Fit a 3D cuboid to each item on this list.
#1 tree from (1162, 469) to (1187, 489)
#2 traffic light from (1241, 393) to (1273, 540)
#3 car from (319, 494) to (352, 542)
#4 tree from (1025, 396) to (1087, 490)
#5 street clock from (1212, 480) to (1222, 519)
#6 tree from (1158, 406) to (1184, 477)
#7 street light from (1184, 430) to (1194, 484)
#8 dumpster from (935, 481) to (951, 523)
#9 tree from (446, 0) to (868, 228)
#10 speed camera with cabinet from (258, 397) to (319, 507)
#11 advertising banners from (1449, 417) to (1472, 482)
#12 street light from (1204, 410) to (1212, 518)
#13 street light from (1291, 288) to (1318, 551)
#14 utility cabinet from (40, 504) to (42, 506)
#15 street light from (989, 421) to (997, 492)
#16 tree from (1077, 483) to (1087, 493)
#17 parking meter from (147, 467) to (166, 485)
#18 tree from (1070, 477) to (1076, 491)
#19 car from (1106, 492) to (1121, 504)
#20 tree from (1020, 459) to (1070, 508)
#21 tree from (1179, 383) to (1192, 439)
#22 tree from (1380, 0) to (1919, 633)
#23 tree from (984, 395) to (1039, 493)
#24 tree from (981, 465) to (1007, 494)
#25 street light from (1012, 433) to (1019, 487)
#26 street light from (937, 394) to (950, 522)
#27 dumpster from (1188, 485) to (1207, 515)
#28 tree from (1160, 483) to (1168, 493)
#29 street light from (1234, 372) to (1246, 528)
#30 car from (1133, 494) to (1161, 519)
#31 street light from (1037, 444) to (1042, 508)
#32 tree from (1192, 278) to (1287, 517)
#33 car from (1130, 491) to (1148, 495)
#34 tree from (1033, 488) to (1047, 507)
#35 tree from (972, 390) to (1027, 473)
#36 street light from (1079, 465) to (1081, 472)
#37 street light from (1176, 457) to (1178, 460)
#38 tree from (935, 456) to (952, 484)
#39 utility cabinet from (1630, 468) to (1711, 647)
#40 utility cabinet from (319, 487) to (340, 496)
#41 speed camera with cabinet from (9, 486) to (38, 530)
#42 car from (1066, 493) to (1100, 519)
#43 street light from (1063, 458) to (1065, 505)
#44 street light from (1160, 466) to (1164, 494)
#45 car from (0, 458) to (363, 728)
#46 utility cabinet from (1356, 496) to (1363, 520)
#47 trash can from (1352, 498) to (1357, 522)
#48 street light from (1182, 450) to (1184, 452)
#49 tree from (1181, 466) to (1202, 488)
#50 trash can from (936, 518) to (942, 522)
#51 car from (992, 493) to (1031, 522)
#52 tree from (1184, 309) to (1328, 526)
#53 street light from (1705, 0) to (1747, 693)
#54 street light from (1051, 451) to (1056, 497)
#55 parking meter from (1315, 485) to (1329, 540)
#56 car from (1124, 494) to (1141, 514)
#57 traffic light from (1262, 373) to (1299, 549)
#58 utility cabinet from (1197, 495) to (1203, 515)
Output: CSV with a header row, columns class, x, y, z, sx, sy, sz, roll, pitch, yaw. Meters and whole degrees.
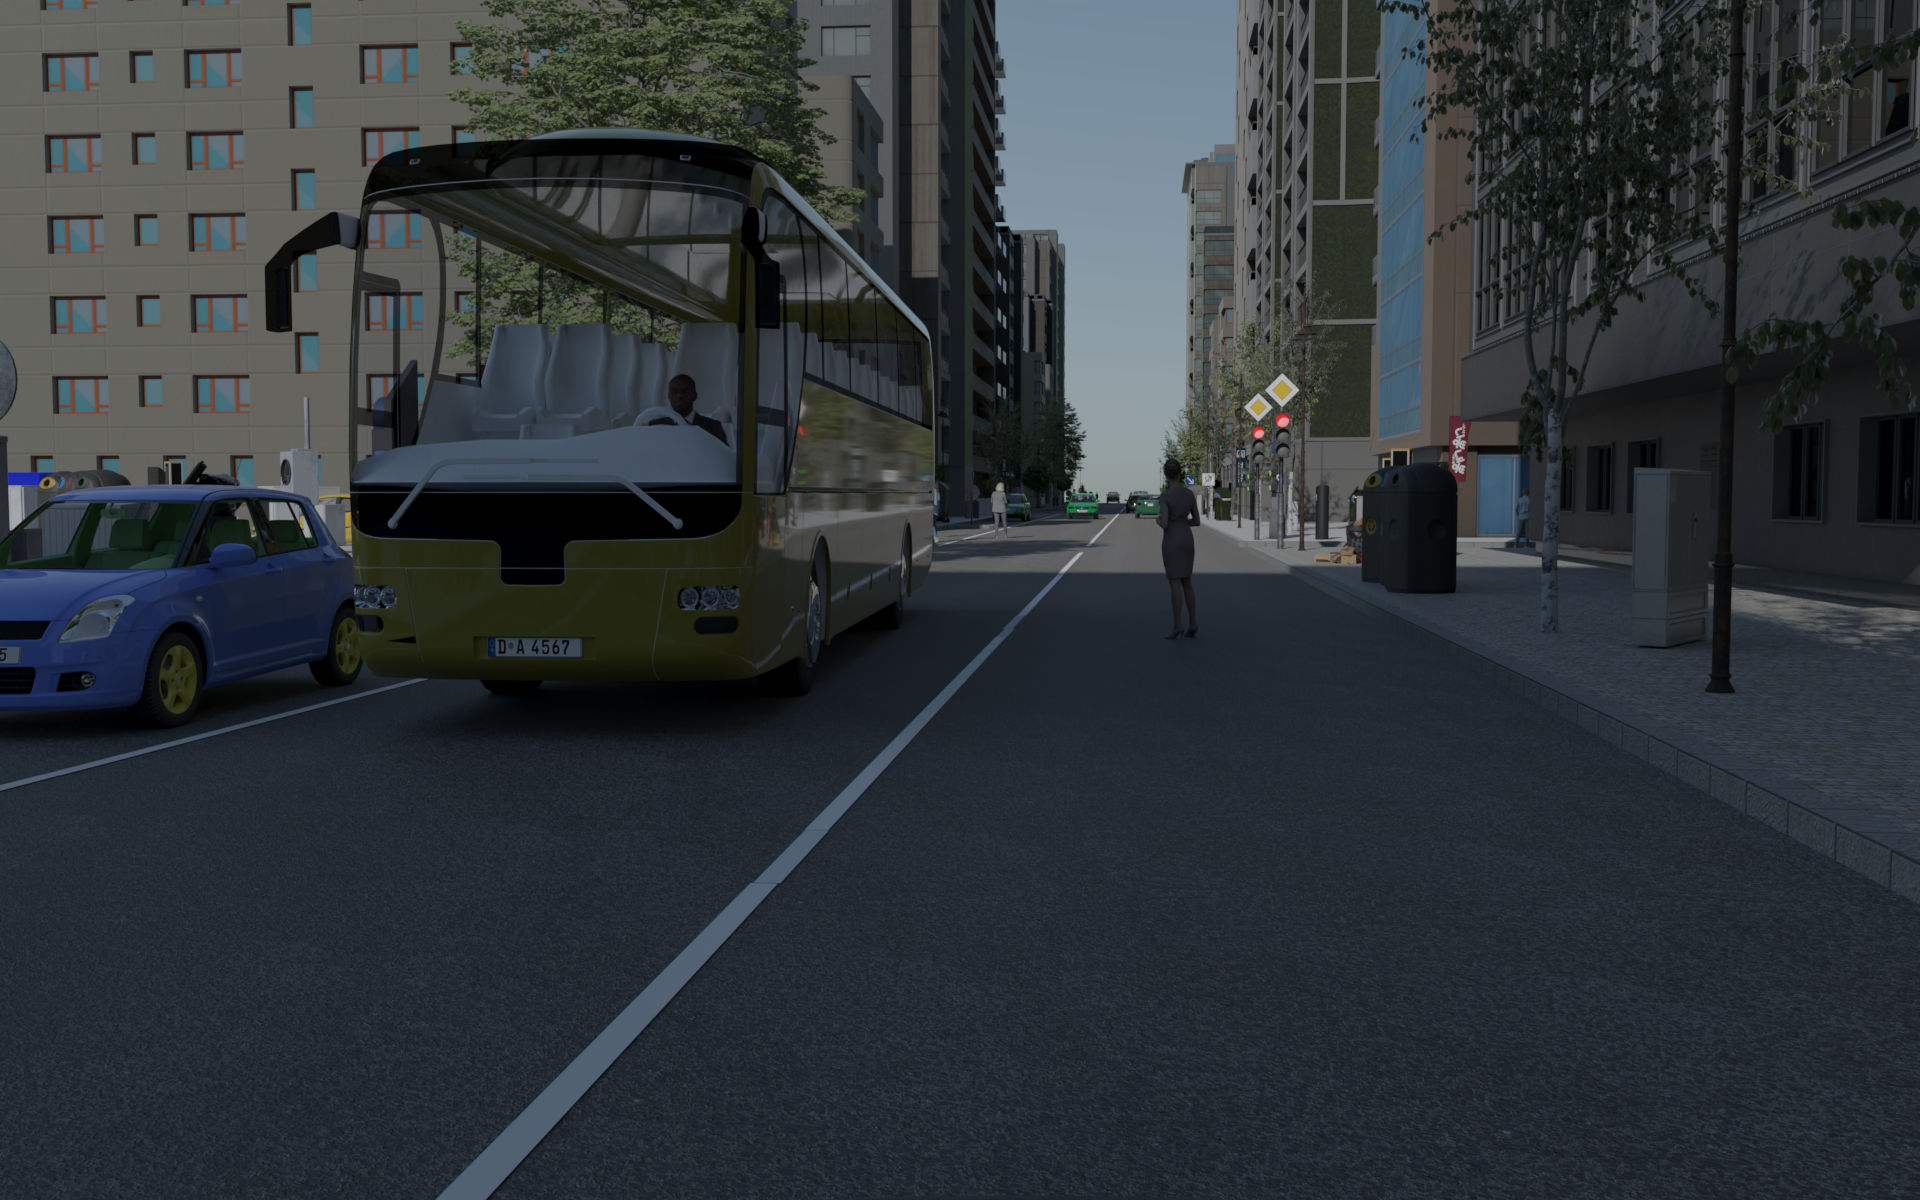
class,x,y,z,sx,sy,sz,roll,pitch,yaw
tree,23.679,-12.591,189.581,4.285,4.588,4.351,0,3,0
traffic light,8.279,-3.631,48.291,0.839,4.253,0.868,0,4,6
car,-16.782,-2.199,46.184,3.980,1.641,2.015,0,4,4
tree,11.411,-17.269,200.477,7.486,12.596,7.792,0,3,0
street clock,12.950,-5.065,87.376,0.471,2.002,0.358,2,4,27
tree,17.783,-10.976,129.828,4.737,8.622,4.395,0,3,0
street light,16.263,-9.141,122.246,0.468,5.910,1.993,0,4,6
dumpster,-1.110,-4.318,76.360,1.264,1.857,1.865,0,4,6
tree,-5.396,-6.916,31.198,7.486,12.596,7.792,0,3,0
speed camera with cabinet,-13.975,-2.545,35.939,0.660,3.252,2.038,-3,5,-42
advertising banners,10.448,-2.610,38.861,2.074,3.025,0.090,0,4,0
street light,13.408,-7.398,93.742,0.468,5.910,1.993,0,4,6
street light,7.749,-4.055,39.095,0.468,5.910,1.993,0,4,6
utility cabinet,-7.301,-0.213,14.640,1.020,1.237,0.306,2,4,27
street light,2.099,-8.226,107.277,0.468,5.910,1.993,0,4,6
tree,19.891,-17.500,280.730,1.663,3.219,1.824,0,3,0
parking meter,-17.322,-1.937,37.385,0.255,1.863,0.399,0,4,-5
tree,13.162,-14.526,221.214,4.285,4.588,4.351,0,3,0
car,23.385,-15.649,264.528,2.281,1.827,5.304,0,4,5
tree,7.228,-10.887,161.709,4.285,4.588,4.351,0,3,0
tree,14.633,-9.082,98.845,4.360,8.622,3.978,0,3,0
tree,5.712,-4.007,15.869,4.360,8.622,3.978,0,3,0
tree,3.785,-10.952,129.432,4.737,8.622,4.395,0,3,0
tree,2.480,-7.389,115.416,1.663,3.219,1.824,0,3,0
street light,3.990,-9.366,125.916,0.468,5.910,1.993,0,4,6
street light,-0.774,-6.511,79.238,0.468,5.910,1.993,0,4,6
dumpster,14.834,-6.292,108.627,1.264,1.857,1.865,0,4,6
tree,25.519,-13.145,209.516,1.663,3.219,1.824,0,3,0
street light,10.572,-5.661,65.348,0.468,5.910,1.993,0,4,6
car,11.323,-5.567,102.810,2.131,1.459,4.920,0,4,7
street light,7.048,-11.140,154.931,0.468,5.910,1.993,0,4,6
tree,10.715,-6.526,57.058,4.360,8.622,3.978,0,3,0
car,19.996,-11.198,191.752,2.281,1.827,5.304,0,4,5
tree,8.439,-11.269,178.850,1.663,3.219,1.824,0,3,0
tree,2.585,-10.468,121.514,4.360,8.622,3.978,0,3,0
street light,18.426,-17.900,265.449,0.468,5.910,1.993,0,4,6
street light,21.155,-12.058,169.931,0.468,5.910,1.993,0,4,6
tree,-1.374,-5.653,87.023,1.663,3.219,1.824,0,3,0
utility cabinet,6.090,-0.374,14.791,0.318,1.500,1.173,3,4,39
utility cabinet,-18.871,-2.586,50.967,1.173,1.500,0.318,-3,5,-41
speed camera with cabinet,-18.976,-2.402,33.601,2.038,3.252,0.660,0,4,5
car,7.052,-5.534,99.275,1.959,1.807,4.718,0,4,5
street light,12.527,-14.448,209.006,0.468,5.910,1.993,0,4,6
street light,32.508,-18.848,280.955,0.468,5.910,1.993,0,4,6
car,-5.518,-0.134,11.775,1.945,1.707,3.694,0,4,5
utility cabinet,12.337,-2.502,52.076,0.306,1.237,1.020,-1,4,-22
trash can,13.147,-2.737,56.406,0.748,1.137,0.748,0,3,0
street light,18.343,-10.312,141.386,0.468,5.910,1.993,0,4,6
tree,16.093,-7.680,120.168,1.663,3.219,1.824,0,3,0
trash can,-0.986,-4.241,80.999,0.748,1.137,0.748,0,3,0
car,2.734,-5.054,91.430,1.959,1.807,4.718,0,4,7
tree,12.279,-7.287,69.504,4.737,8.622,4.395,0,3,0
street light,4.928,-2.340,11.050,0.468,5.910,1.993,0,4,6
street light,9.925,-12.855,182.970,0.468,5.910,1.993,0,4,6
parking meter,10.202,-2.469,48.772,0.372,1.533,0.369,0,3,0
car,13.137,-7.228,127.963,2.009,1.686,4.222,0,4,6
traffic light,7.465,-3.145,40.347,0.839,4.253,0.868,0,4,6
utility cabinet,14.780,-5.840,106.651,0.306,1.237,1.020,1,4,14
